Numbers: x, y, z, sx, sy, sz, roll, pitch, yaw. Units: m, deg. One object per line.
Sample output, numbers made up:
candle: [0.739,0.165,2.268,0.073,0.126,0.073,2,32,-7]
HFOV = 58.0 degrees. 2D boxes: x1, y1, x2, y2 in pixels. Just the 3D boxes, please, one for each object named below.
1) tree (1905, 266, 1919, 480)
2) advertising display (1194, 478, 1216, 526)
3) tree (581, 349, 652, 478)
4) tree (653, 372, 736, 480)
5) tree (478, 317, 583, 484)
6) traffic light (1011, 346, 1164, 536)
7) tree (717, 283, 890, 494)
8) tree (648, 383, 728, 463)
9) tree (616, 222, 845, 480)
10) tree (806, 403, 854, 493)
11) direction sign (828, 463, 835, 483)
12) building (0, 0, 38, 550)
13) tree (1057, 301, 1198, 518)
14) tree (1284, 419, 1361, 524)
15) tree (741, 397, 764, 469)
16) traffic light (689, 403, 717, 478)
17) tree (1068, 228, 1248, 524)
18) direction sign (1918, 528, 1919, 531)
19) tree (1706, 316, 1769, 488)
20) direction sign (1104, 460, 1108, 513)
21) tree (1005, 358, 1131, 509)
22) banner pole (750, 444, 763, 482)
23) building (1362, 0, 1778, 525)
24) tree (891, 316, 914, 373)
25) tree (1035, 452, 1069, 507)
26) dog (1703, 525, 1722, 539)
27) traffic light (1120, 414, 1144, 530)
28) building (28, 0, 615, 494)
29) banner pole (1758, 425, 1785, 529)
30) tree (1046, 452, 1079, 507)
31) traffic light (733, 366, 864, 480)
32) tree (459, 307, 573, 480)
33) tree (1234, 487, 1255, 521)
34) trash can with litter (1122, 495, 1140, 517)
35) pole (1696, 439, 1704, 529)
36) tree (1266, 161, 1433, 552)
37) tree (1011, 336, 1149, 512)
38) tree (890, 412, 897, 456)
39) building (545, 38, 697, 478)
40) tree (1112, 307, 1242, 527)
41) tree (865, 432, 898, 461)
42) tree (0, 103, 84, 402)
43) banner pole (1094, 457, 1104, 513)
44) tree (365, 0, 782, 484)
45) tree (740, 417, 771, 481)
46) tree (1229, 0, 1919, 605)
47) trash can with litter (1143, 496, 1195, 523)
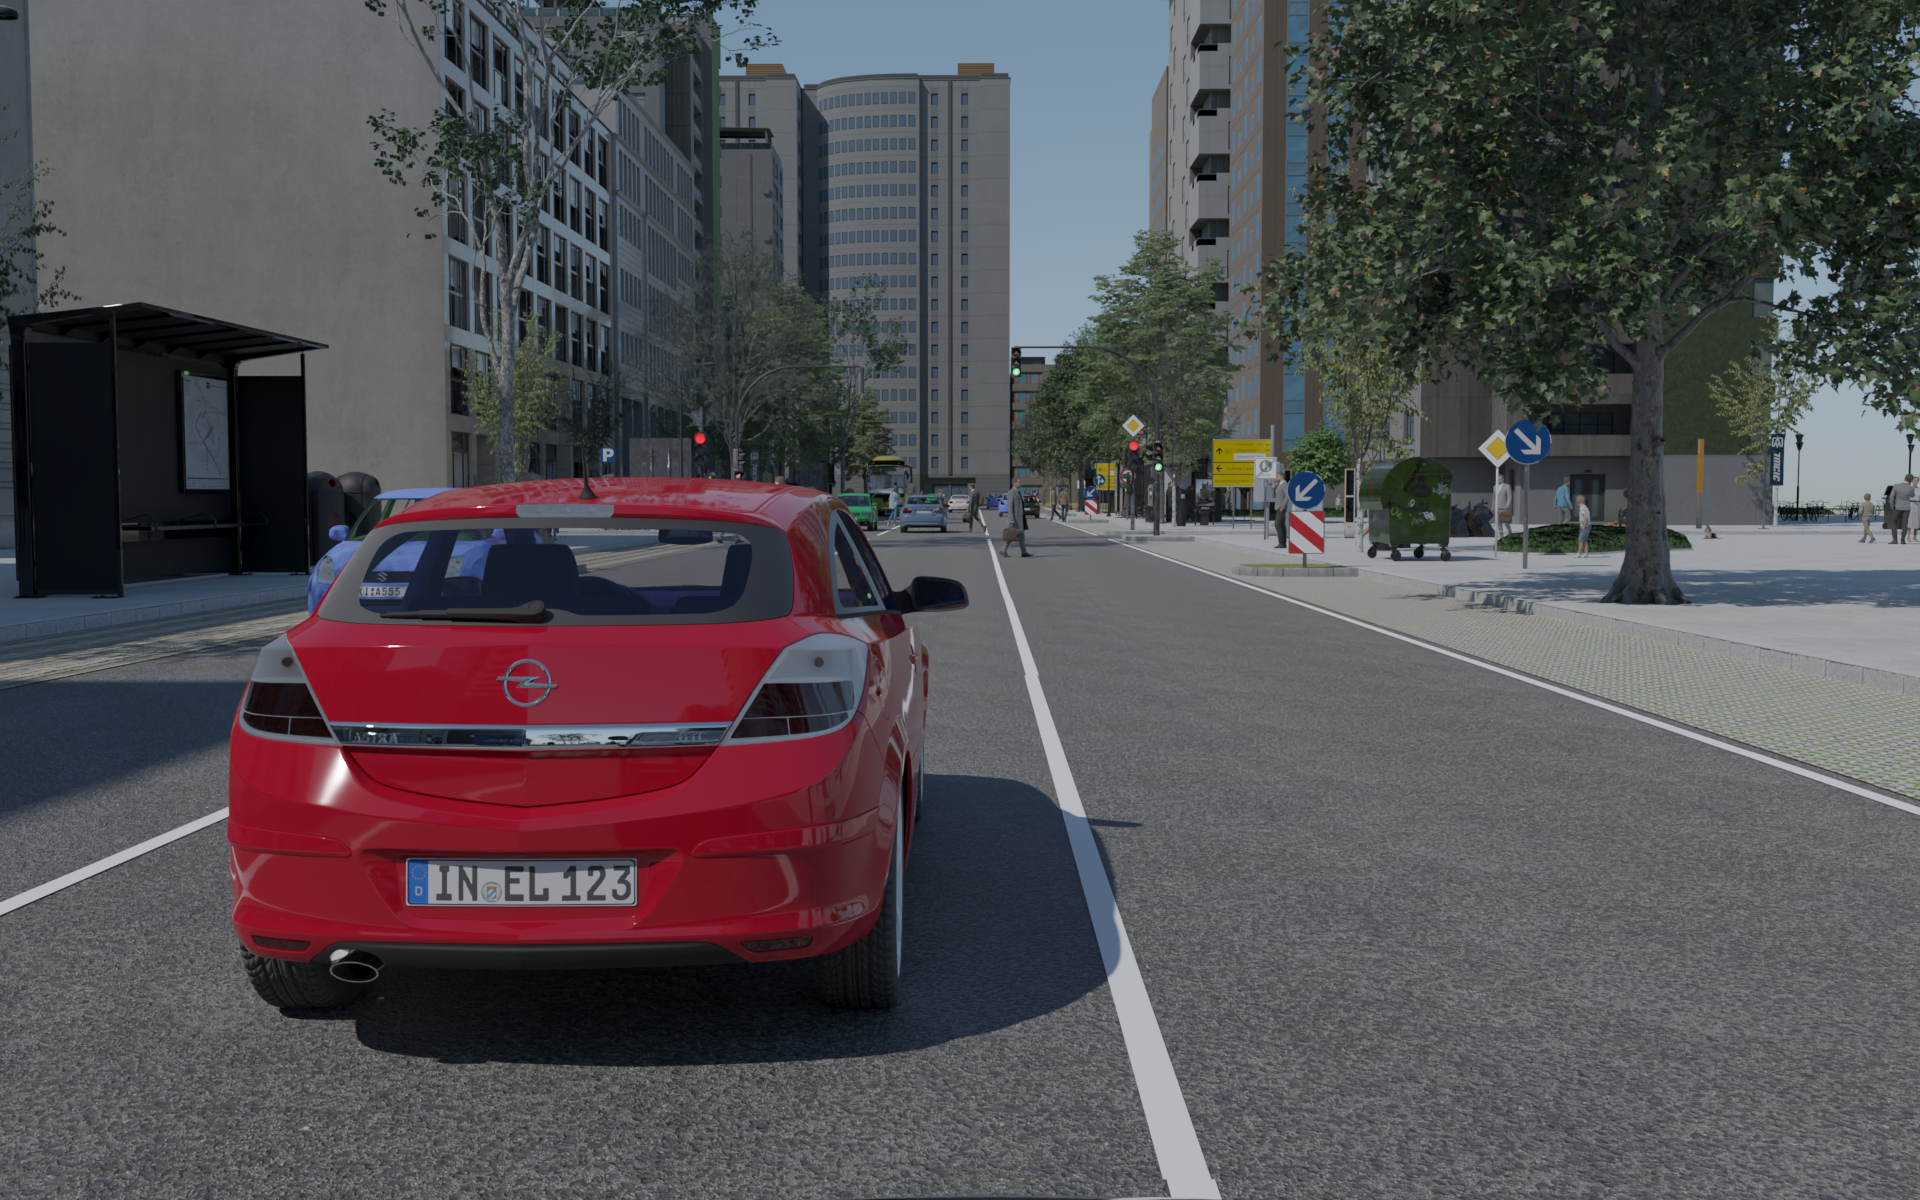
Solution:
tree: [16.813,-4.779,28.498,4.737,8.622,4.395,0,3,0]
advertising display: [9.982,-4.006,70.709,0.974,1.923,0.123,-2,4,-24]
tree: [-18.283,-8.368,87.185,4.360,8.622,3.978,0,3,0]
tree: [-15.720,-9.225,101.188,4.360,8.622,3.978,0,3,0]
tree: [-18.371,-7.466,72.427,4.360,8.622,3.978,0,3,0]
traffic light: [3.934,-4.798,53.123,4.771,5.953,1.251,0,4,0]
tree: [-9.271,-10.698,93.045,7.486,12.596,7.792,0,3,0]
tree: [-17.348,-9.710,109.123,4.737,8.622,4.395,0,3,0]
tree: [-10.327,-10.300,78.778,12.009,13.543,11.850,0,3,0]
tree: [-10.245,-11.240,134.130,4.360,8.622,3.978,0,3,0]
direction sign: [-9.442,-8.277,127.321,0.379,3.537,0.876,-2,4,-32]
building: [-31.955,-12.236,36.221,21.152,22.565,11.583,0,4,0]
tree: [8.905,-10.168,92.003,9.928,11.665,9.643,0,3,0]
tree: [15.924,-5.643,75.981,4.285,4.588,4.351,0,3,0]
tree: [-15.622,-10.056,114.778,4.360,8.622,3.978,0,3,0]
traffic light: [-7.934,-3.940,53.347,0.839,4.253,0.868,0,4,0]
tree: [8.568,-9.584,74.832,7.486,12.596,7.792,0,3,0]
direction sign: [33.885,-4.215,60.914,0.379,3.537,0.876,3,4,38]
tree: [31.679,-7.160,67.428,4.737,8.622,4.395,0,3,0]
direction sign: [9.659,-7.496,114.553,0.379,3.537,0.876,0,4,-1]
tree: [9.510,-14.659,150.045,12.009,13.543,11.850,0,3,0]
banner pole: [-10.127,-5.918,86.770,0.863,3.779,0.401,-1,4,-22]
building: [26.508,-18.684,77.187,14.107,30.474,14.160,0,4,0]
tree: [-8.463,-17.758,146.234,12.611,20.169,13.585,0,3,0]
tree: [9.412,-13.836,176.581,4.737,8.622,4.395,0,3,0]
dog: [21.477,-1.934,49.360,0.748,0.427,0.550,0,3,0]
traffic light: [6.094,-4.423,61.232,0.839,4.253,0.868,0,4,0]
building: [-30.930,-17.392,88.872,19.350,26.468,34.151,0,4,0]
banner pole: [29.645,-4.479,63.242,0.863,3.779,0.401,1,4,16]
tree: [9.642,-13.276,167.418,4.360,8.622,3.978,0,3,0]
traffic light: [-5.775,-5.302,61.350,4.771,5.953,1.251,0,4,0]
tree: [-17.185,-7.150,67.268,4.737,8.622,4.395,0,3,0]
tree: [13.663,-5.376,82.493,1.663,3.219,1.824,0,3,0]
trash can with litter: [9.930,-5.224,96.463,2.233,1.210,1.678,1,4,9]
pole: [27.401,-4.299,64.126,0.158,3.312,0.155,0,3,0]
tree: [8.739,-5.338,37.644,4.737,8.622,4.395,0,3,0]
tree: [8.703,-12.640,123.674,9.611,12.733,9.660,0,3,0]
tree: [-10.340,-16.098,181.331,7.486,12.596,7.792,0,3,0]
building: [-26.196,-20.988,120.651,11.434,29.767,29.804,0,4,0]
tree: [8.120,-7.149,67.241,4.360,8.622,3.978,0,3,0]
tree: [-9.624,-15.524,204.185,4.360,8.622,3.978,0,3,0]
tree: [-16.795,-4.757,28.142,4.360,8.622,3.978,0,3,0]
banner pole: [9.519,-7.826,117.977,0.863,3.779,0.401,0,4,8]
tree: [-9.854,-11.413,42.484,12.611,20.169,13.585,0,3,0]
tree: [-16.379,-11.099,131.838,4.737,8.622,4.395,0,3,0]
tree: [8.004,-6.310,20.175,9.611,12.733,9.660,0,3,0]
trash can with litter: [9.547,-4.057,77.384,2.233,1.210,1.678,0,4,-4]
